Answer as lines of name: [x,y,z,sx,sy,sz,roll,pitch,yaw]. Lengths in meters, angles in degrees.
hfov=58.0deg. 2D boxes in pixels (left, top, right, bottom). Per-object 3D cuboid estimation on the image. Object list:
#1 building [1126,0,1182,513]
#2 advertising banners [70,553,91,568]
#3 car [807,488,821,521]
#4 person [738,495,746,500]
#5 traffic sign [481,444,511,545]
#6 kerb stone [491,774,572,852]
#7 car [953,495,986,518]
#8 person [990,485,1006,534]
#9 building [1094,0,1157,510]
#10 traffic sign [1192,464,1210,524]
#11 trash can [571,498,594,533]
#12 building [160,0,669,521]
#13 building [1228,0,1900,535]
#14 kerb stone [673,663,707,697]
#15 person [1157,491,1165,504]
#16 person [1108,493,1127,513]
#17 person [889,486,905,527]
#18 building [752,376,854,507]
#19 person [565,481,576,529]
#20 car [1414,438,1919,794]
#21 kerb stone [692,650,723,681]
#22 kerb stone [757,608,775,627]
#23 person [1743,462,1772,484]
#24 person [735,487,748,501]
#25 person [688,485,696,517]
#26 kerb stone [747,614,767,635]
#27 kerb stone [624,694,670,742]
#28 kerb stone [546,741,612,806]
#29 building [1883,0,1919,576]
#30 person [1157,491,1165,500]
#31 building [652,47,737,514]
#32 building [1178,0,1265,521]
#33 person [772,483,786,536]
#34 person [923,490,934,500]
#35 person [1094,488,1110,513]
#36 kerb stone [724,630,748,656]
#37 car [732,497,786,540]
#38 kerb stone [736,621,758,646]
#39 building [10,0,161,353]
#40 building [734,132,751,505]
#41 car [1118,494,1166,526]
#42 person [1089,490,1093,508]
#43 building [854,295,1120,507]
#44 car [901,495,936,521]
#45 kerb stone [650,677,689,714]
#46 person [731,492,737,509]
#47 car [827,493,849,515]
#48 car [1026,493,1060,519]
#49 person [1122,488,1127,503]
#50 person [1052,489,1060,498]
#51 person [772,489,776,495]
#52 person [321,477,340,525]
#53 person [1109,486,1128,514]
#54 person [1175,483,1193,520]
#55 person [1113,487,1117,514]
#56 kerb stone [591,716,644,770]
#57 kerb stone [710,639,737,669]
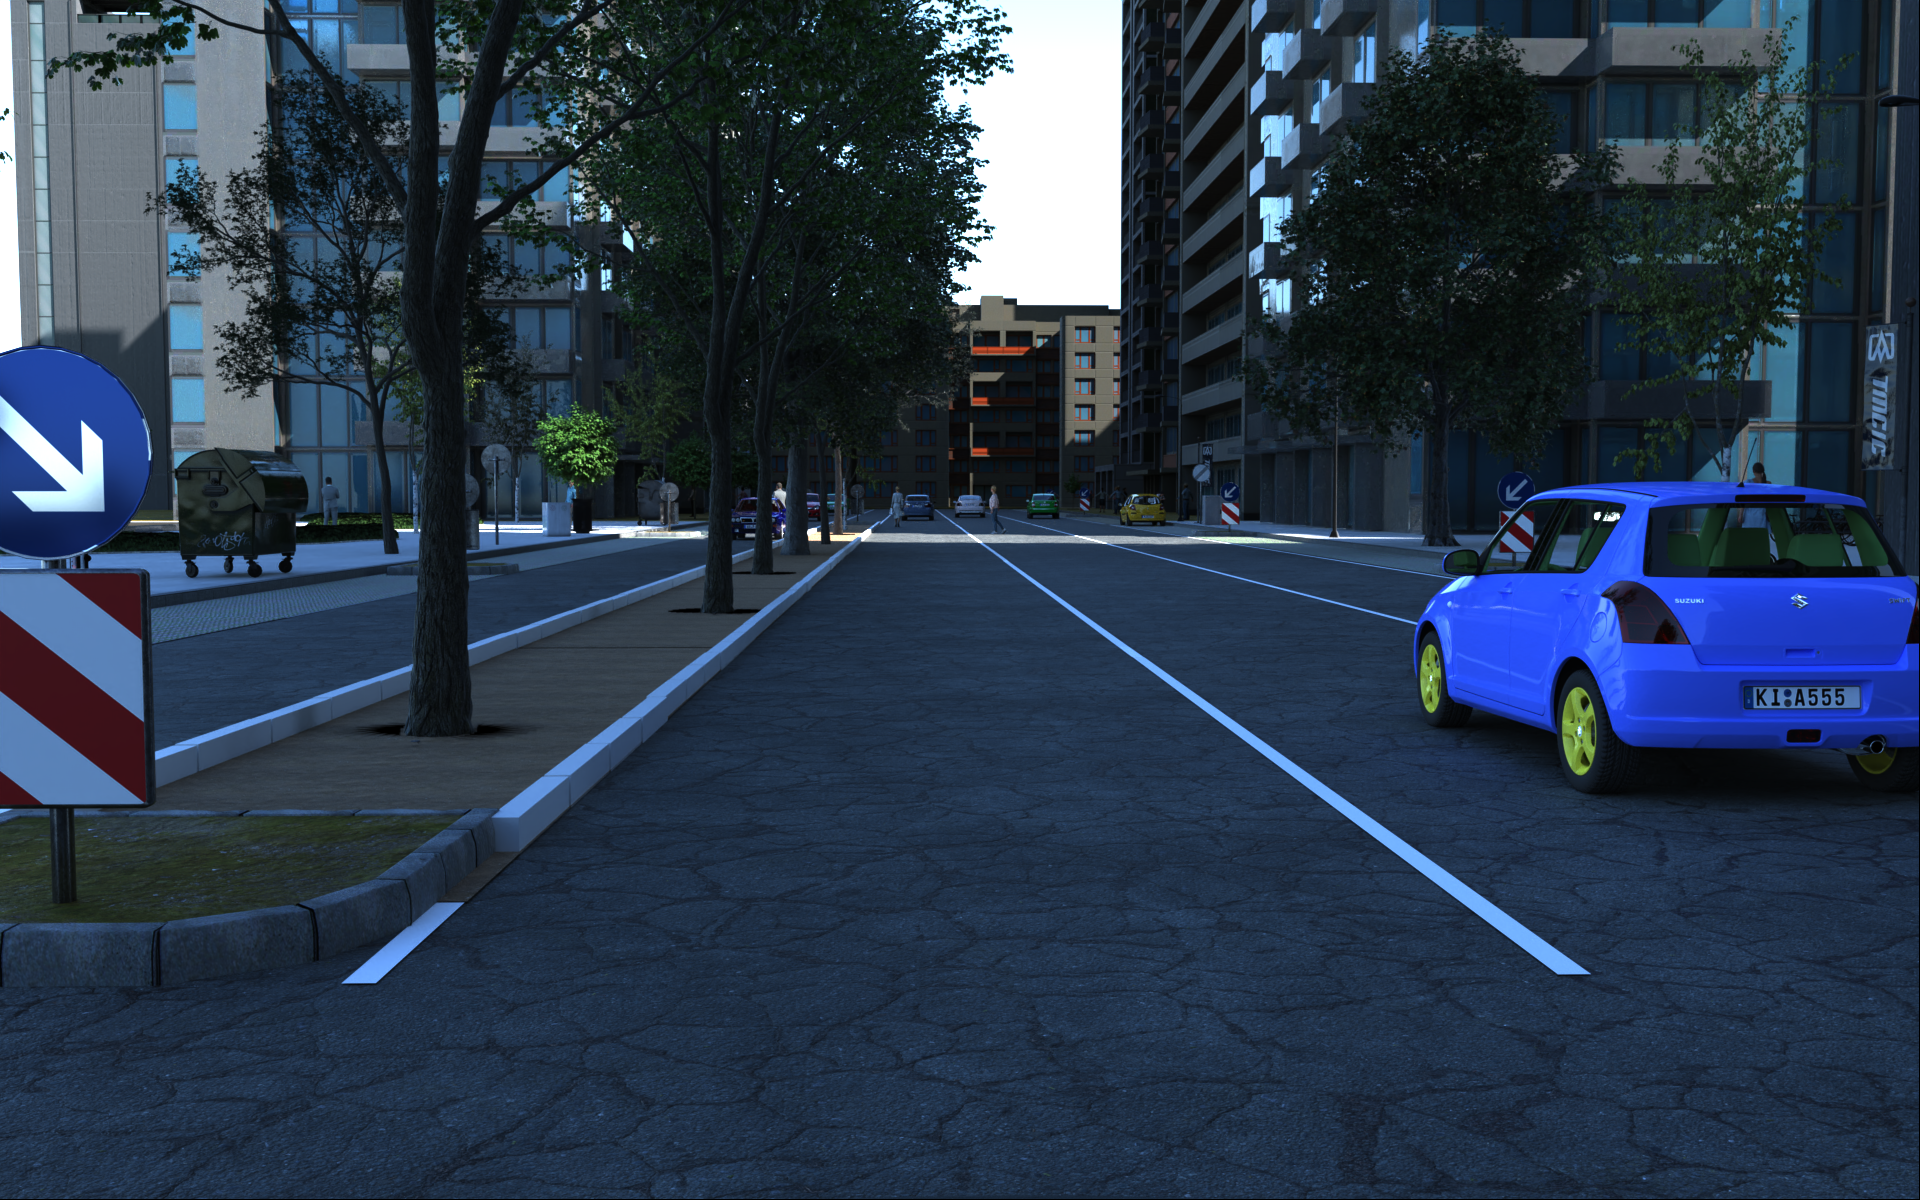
building: [23.918,-28.374,118.538,22.147,44.769,28.867,0,4,-2]
advertising banners: [-11.330,-1.587,22.133,0.090,3.025,2.074,-2,4,-34]
car: [-8.190,-5.101,92.447,2.155,1.783,4.494,0,4,-1]
person: [-15.719,-7.150,126.165,0.991,1.433,0.599,0,4,8]
traffic sign: [-11.724,-2.672,43.795,0.768,2.556,0.104,0,4,0]
kerb stone: [-1.826,0.908,7.385,0.120,0.150,1.000,0,4,-2]
car: [0.610,-5.789,107.014,2.083,1.381,4.827,0,4,0]
person: [1.352,-3.213,61.704,0.598,1.740,0.731,0,4,1]
building: [22.531,-43.108,143.072,20.563,71.187,20.611,0,4,-2]
traffic sign: [10.258,-4.503,73.733,0.768,2.556,0.104,0,4,2]
trash can: [-12.332,-2.747,56.572,0.748,1.137,0.748,0,3,0]
building: [-28.473,-29.090,95.222,23.786,49.044,30.456,0,4,-2]
building: [23.761,-27.314,66.193,23.786,49.044,30.456,0,4,-2]
kerb stone: [-1.966,0.594,12.497,0.120,0.150,1.000,0,4,-2]
person: [11.440,-5.514,99.385,0.628,1.438,0.799,-1,4,-9]
person: [10.816,-6.910,119.027,1.348,1.822,0.705,0,4,-6]
person: [-2.760,-4.082,75.594,0.694,1.780,0.624,1,4,17]
building: [-25.465,-20.581,181.544,28.899,21.520,27.650,0,4,-2]
person: [-14.290,-3.554,64.017,0.748,1.841,0.638,-2,4,-26]
car: [3.755,0.000,9.598,1.945,1.707,3.694,0,4,-2]
kerb stone: [-1.990,0.530,13.524,0.120,0.150,1.000,0,4,-2]
kerb stone: [-2.124,0.217,18.648,0.120,0.150,1.000,0,4,-2]
person: [13.360,-1.397,28.978,0.616,1.811,0.778,2,4,30]
person: [-14.175,-6.465,112.448,0.721,1.736,1.217,2,4,35]
person: [-15.008,-5.577,97.236,0.705,1.823,1.348,0,4,6]
kerb stone: [-2.098,0.279,17.626,0.120,0.150,1.000,0,4,-2]
kerb stone: [-1.896,0.718,10.453,0.120,0.150,1.000,0,4,-2]
kerb stone: [-1.851,0.843,8.407,0.120,0.150,1.000,0,4,-2]
building: [29.245,-29.121,18.135,28.212,58.520,21.231,0,4,-2]
person: [10.757,-5.199,94.243,0.799,1.438,0.628,0,4,1]
building: [-27.569,-30.431,121.250,21.300,48.544,21.600,0,4,-2]
building: [24.122,-28.717,93.233,21.300,48.544,21.600,0,4,-2]
person: [-6.056,-3.034,58.204,0.694,1.812,0.767,-2,4,-34]
person: [-2.925,-8.701,150.742,1.348,1.826,0.705,-2,4,-23]
person: [9.887,-6.955,120.539,1.217,1.735,0.721,0,4,-5]
kerb stone: [-2.038,0.405,15.572,0.120,0.150,1.000,0,4,-2]
car: [-6.419,-2.618,55.389,1.945,1.354,3.894,0,4,-1]
kerb stone: [-2.065,0.342,16.604,0.120,0.150,1.000,0,4,-2]
building: [-68.448,-28.227,145.103,14.086,41.232,14.154,0,4,-2]
building: [-31.824,-36.743,142.750,28.212,58.520,21.231,0,4,-2]
car: [8.209,-4.149,78.061,2.015,1.641,3.980,0,4,-1]
person: [11.896,-9.198,157.898,0.415,1.643,0.593,2,4,30]
building: [4.041,-20.587,181.636,28.899,21.520,27.650,0,4,-2]
car: [-2.306,-5.074,94.967,2.014,1.417,4.499,0,3,0]
kerb stone: [-1.941,0.656,11.475,0.120,0.150,1.000,0,4,-2]
person: [-15.485,-6.694,116.209,1.217,1.735,0.721,-1,4,-14]
car: [-8.352,-6.539,115.703,1.959,1.807,4.718,0,4,-2]
car: [4.873,-5.689,101.816,1.959,1.807,4.718,0,3,0]
person: [11.557,-6.934,120.233,0.721,1.723,1.217,1,4,9]
person: [8.353,-9.087,155.321,1.217,1.736,0.721,-1,4,-10]
person: [-15.960,-8.729,149.321,0.990,1.755,0.434,-1,4,-20]
person: [-18.998,-2.818,52.300,0.511,1.800,0.466,-1,4,-18]
person: [9.965,-6.284,108.867,1.350,1.814,0.705,-1,4,-20]
person: [11.062,-4.818,84.904,0.705,1.814,1.350,3,5,45]
person: [10.124,-6.517,113.318,0.721,1.743,1.217,1,4,11]
kerb stone: [-1.875,0.782,9.431,0.120,0.150,1.000,0,4,-2]
kerb stone: [-2.010,0.468,14.546,0.120,0.150,1.000,0,4,-2]
